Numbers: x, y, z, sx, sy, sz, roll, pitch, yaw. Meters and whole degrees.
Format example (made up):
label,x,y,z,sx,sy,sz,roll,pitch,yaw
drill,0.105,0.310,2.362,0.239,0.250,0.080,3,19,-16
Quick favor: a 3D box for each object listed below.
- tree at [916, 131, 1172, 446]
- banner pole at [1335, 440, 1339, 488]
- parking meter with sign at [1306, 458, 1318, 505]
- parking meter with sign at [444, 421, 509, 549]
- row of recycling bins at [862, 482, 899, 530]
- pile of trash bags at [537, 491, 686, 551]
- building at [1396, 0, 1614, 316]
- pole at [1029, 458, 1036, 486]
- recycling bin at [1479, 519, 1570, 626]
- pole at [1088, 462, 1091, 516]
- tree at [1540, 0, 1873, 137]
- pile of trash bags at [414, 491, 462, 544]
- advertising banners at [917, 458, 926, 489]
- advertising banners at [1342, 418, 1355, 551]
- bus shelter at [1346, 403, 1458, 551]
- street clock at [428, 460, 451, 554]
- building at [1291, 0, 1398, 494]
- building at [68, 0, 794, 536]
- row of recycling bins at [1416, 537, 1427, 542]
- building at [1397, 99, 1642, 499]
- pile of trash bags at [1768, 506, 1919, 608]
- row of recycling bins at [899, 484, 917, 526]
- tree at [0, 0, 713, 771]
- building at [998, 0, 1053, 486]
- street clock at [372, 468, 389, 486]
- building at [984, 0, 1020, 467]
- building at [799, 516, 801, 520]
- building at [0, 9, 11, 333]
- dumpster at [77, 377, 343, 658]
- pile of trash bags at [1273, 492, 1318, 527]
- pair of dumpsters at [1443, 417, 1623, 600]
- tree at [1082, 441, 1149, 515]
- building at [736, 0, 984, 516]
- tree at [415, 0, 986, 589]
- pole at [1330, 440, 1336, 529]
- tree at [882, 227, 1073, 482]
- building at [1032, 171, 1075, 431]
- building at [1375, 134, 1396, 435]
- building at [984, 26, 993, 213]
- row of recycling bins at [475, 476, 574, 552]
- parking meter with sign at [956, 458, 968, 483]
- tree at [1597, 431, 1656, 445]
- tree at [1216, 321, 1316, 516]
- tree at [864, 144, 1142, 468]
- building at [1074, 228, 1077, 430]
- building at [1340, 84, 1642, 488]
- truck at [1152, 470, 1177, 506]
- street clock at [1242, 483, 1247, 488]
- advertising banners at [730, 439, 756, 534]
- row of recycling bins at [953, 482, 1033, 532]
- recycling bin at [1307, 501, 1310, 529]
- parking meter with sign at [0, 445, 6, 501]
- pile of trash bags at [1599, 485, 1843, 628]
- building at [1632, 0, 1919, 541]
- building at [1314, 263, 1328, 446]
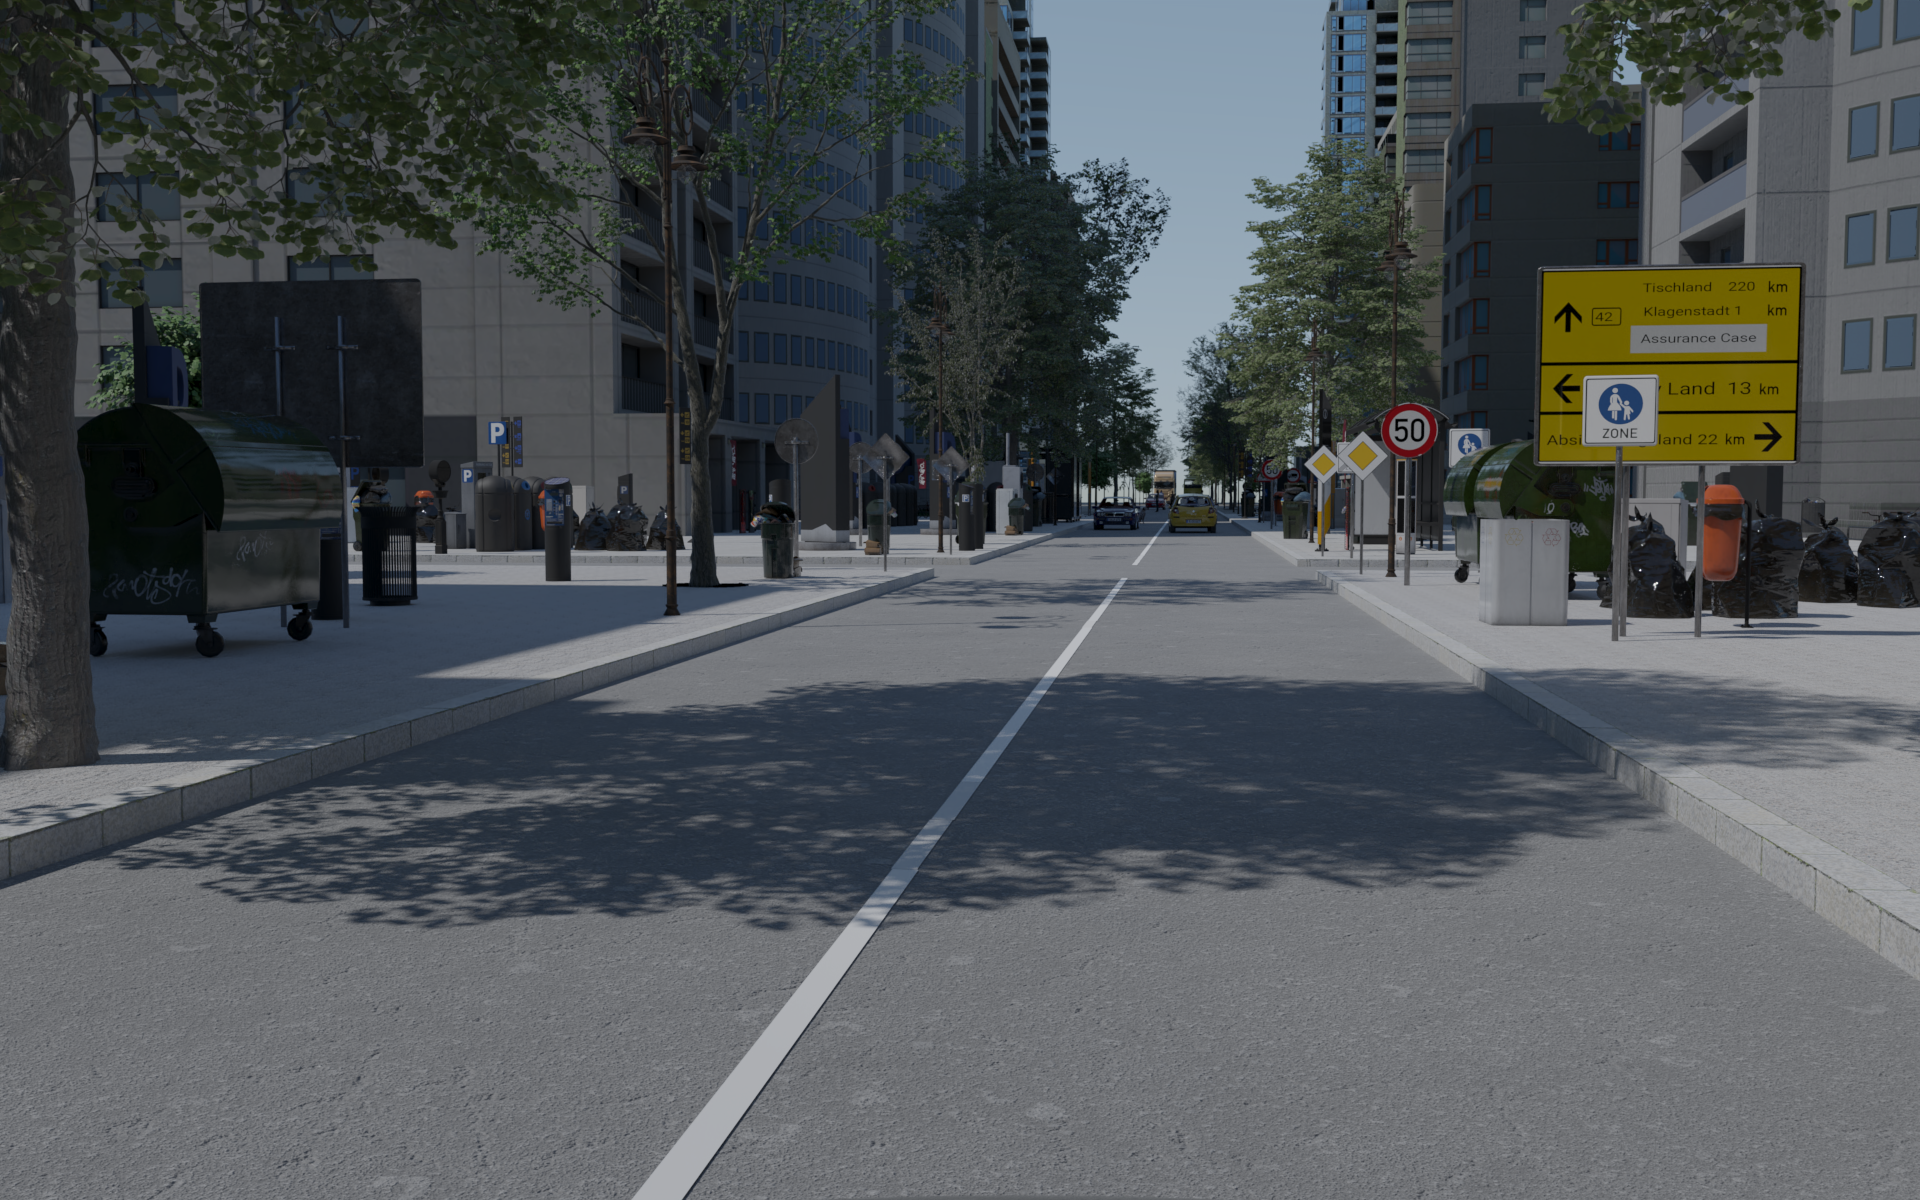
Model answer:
label,x,y,z,sx,sy,sz,roll,pitch,yaw
tree,4.236,-14.424,91.727,12.611,20.169,13.585,0,3,0
banner pole,17.129,-5.470,79.455,0.863,3.779,0.401,-2,4,-35
parking meter with sign,18.335,-5.669,88.947,1.738,3.016,0.543,1,4,18
parking meter with sign,-11.450,-2.735,40.979,0.543,3.016,1.738,2,4,25
row of recycling bins,-3.462,-3.122,58.164,1.069,1.692,3.534,2,4,27
pile of trash bags,-8.013,-1.799,39.159,1.912,1.369,3.447,3,5,42
building,38.774,-27.092,126.541,14.154,41.232,14.086,0,4,7
pole,3.575,-5.523,84.150,0.158,3.312,0.155,0,3,0
recycling bin,5.580,-0.282,17.158,0.722,1.027,0.722,0,4,6
pole,7.604,-6.599,101.732,0.158,3.312,0.155,0,3,0
tree,5.267,-5.457,7.351,7.486,12.596,7.792,0,3,0
pile of trash bags,-13.677,-2.220,46.048,1.912,1.369,3.447,-3,5,-41
advertising banners,-1.178,-5.409,84.631,2.074,3.025,0.090,2,4,24
advertising banners,8.875,-2.654,39.584,0.090,3.025,2.074,0,4,6
bus shelter,10.402,-2.900,41.340,2.014,3.302,5.546,0,4,7
street clock,-11.101,-1.984,37.002,0.358,2.002,0.471,1,4,22
building,55.635,-55.764,224.415,22.319,86.520,31.000,0,4,7
building,-17.117,-38.147,61.949,20.563,71.187,20.611,0,4,7
row of recycling bins,12.501,-2.518,48.279,1.069,1.692,3.534,1,4,19
building,38.252,-14.955,89.557,27.650,21.520,28.899,0,4,7
pile of trash bags,11.743,-0.651,20.395,3.447,1.369,1.912,0,4,-5
row of recycling bins,-2.496,-3.816,69.507,1.069,1.692,3.534,1,4,16
tree,-4.349,-5.516,8.319,7.486,12.596,7.792,0,3,0
building,1.424,-55.570,221.239,22.319,86.520,31.000,0,4,7
street clock,-13.964,-2.275,41.766,0.358,2.002,0.471,-3,5,-44
building,-5.860,-33.185,166.275,21.300,48.544,21.600,0,4,7
building,-15.731,-33.809,94.783,21.231,58.520,28.212,0,4,7
building,-55.071,-23.119,69.879,23.993,40.220,32.217,0,4,7
dumpster,-6.278,-0.725,14.353,1.502,2.255,1.985,0,4,8
pile of trash bags,13.732,-3.586,68.375,1.912,1.369,3.447,-3,5,-41
pair of dumpsters,7.511,-1.247,22.881,1.574,2.255,4.437,0,4,7
tree,8.433,-7.528,106.789,4.285,4.588,4.351,0,3,0
building,-10.281,-35.771,126.862,21.231,58.520,28.212,0,4,7
tree,-3.499,-5.995,23.766,9.928,11.665,9.643,0,3,0
pole,13.673,-4.263,63.547,0.158,3.312,0.155,0,3,0
tree,0.157,-5.912,47.030,4.360,8.622,3.978,0,3,0
building,8.800,-36.341,244.280,14.600,45.320,14.200,0,4,7
building,40.885,-22.587,141.001,14.160,30.474,14.107,0,4,7
building,-4.964,-28.403,147.983,14.154,41.232,14.086,0,4,7
row of recycling bins,-10.038,-2.003,39.858,1.069,1.692,3.534,1,4,16
parking meter with sign,-0.154,-4.774,74.323,0.543,3.016,1.738,3,5,42
tree,24.370,-5.183,68.456,4.285,4.588,4.351,0,3,0
tree,16.869,-10.744,101.412,9.928,11.665,9.643,0,3,0
tree,1.736,-9.551,62.814,9.857,13.997,8.962,0,3,0
building,10.116,-35.179,258.770,14.154,41.232,14.086,0,4,7
building,51.905,-28.542,158.537,32.217,40.220,23.993,0,4,7
truck,23.979,-13.065,202.521,2.839,4.237,11.283,1,4,8
street clock,17.862,-6.331,108.081,0.471,2.002,0.358,0,4,-7
advertising banners,-7.086,-3.687,56.477,0.090,3.025,2.074,1,4,16
row of recycling bins,0.868,-3.158,58.751,3.534,1.692,1.069,-2,4,-32
recycling bin,12.599,-3.154,64.128,0.722,1.027,0.722,2,4,29
parking meter with sign,-32.107,-3.686,56.533,0.543,3.016,1.738,1,4,13
pile of trash bags,7.757,-0.506,18.026,1.912,1.369,3.447,1,4,17
building,37.580,-31.174,51.692,28.212,58.520,21.231,0,4,7
building,64.638,-34.278,252.328,32.217,40.220,23.993,0,4,7
